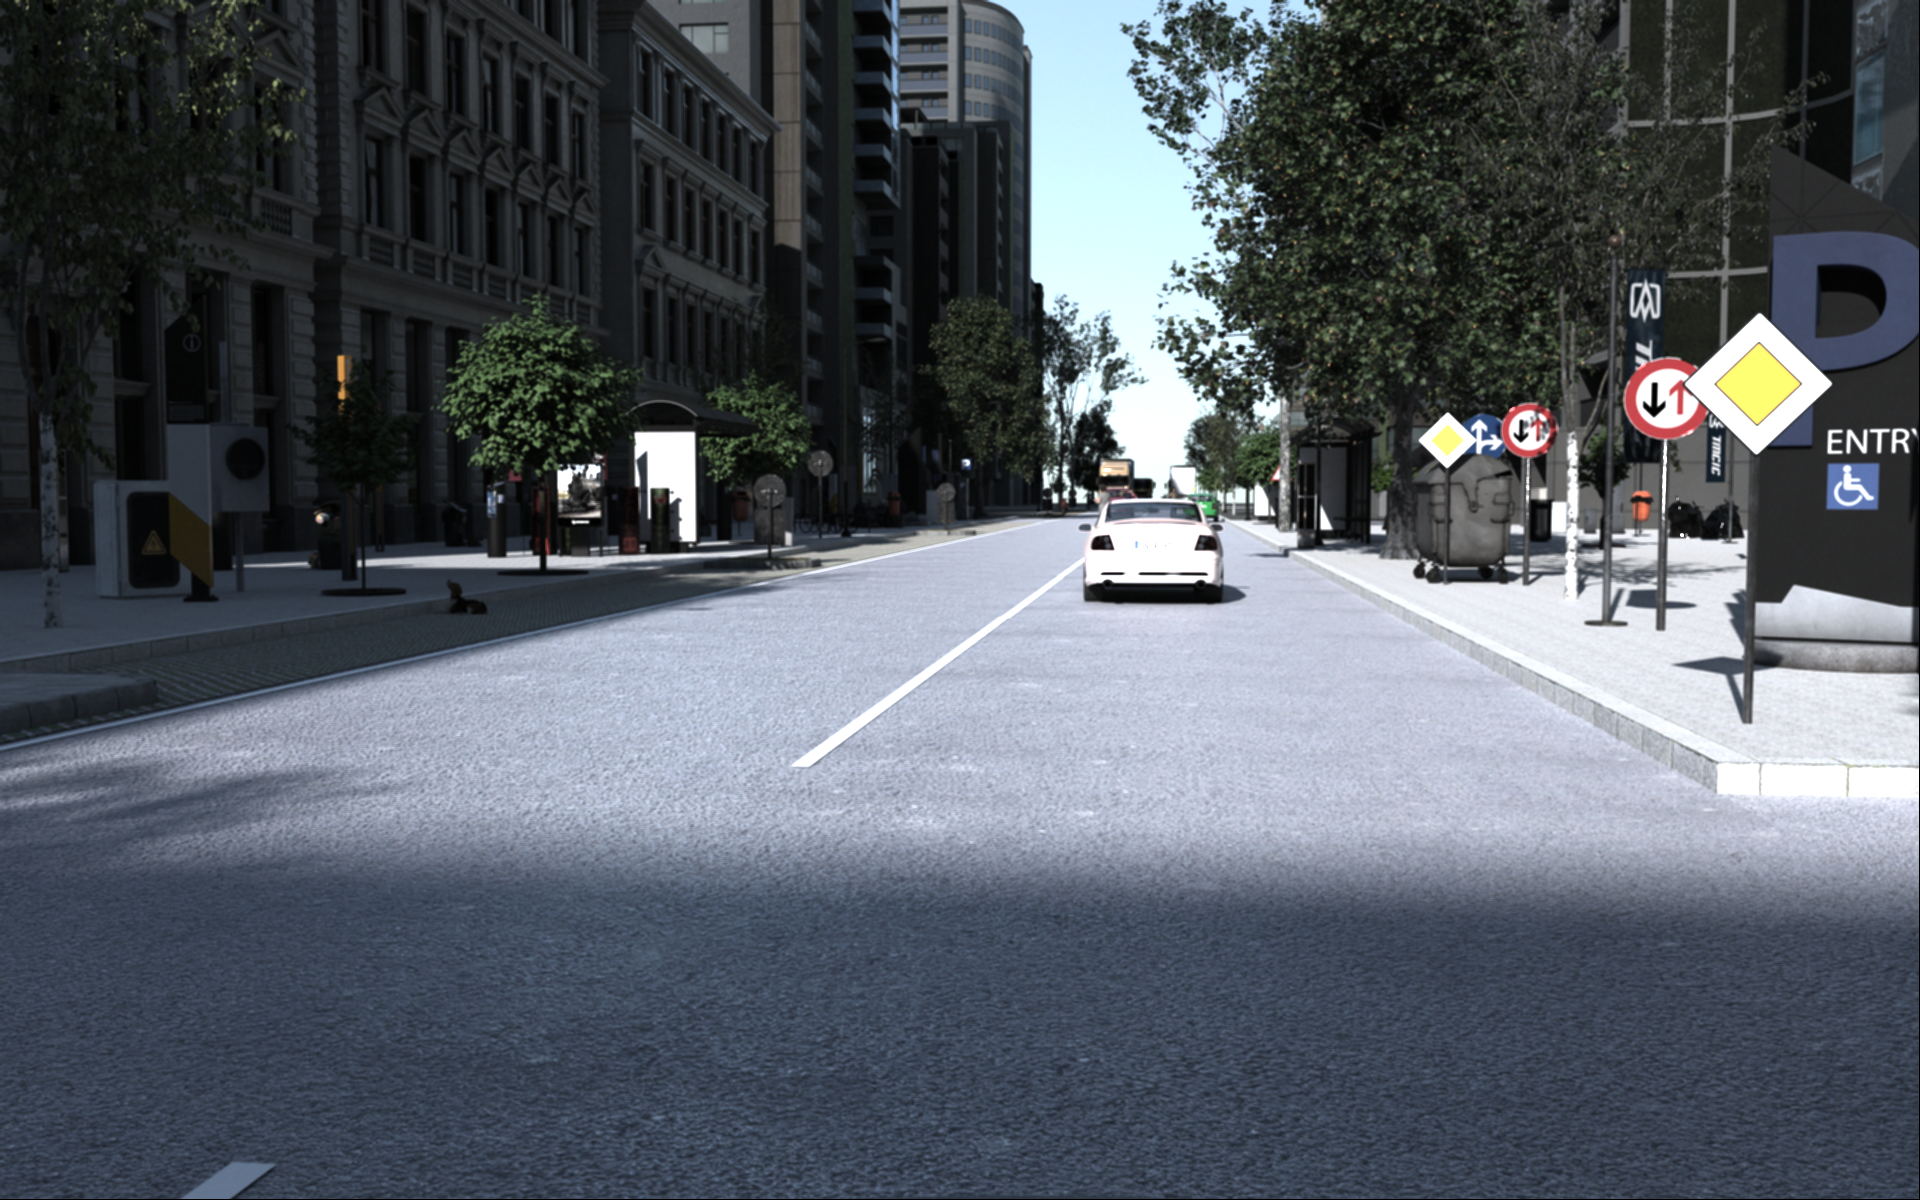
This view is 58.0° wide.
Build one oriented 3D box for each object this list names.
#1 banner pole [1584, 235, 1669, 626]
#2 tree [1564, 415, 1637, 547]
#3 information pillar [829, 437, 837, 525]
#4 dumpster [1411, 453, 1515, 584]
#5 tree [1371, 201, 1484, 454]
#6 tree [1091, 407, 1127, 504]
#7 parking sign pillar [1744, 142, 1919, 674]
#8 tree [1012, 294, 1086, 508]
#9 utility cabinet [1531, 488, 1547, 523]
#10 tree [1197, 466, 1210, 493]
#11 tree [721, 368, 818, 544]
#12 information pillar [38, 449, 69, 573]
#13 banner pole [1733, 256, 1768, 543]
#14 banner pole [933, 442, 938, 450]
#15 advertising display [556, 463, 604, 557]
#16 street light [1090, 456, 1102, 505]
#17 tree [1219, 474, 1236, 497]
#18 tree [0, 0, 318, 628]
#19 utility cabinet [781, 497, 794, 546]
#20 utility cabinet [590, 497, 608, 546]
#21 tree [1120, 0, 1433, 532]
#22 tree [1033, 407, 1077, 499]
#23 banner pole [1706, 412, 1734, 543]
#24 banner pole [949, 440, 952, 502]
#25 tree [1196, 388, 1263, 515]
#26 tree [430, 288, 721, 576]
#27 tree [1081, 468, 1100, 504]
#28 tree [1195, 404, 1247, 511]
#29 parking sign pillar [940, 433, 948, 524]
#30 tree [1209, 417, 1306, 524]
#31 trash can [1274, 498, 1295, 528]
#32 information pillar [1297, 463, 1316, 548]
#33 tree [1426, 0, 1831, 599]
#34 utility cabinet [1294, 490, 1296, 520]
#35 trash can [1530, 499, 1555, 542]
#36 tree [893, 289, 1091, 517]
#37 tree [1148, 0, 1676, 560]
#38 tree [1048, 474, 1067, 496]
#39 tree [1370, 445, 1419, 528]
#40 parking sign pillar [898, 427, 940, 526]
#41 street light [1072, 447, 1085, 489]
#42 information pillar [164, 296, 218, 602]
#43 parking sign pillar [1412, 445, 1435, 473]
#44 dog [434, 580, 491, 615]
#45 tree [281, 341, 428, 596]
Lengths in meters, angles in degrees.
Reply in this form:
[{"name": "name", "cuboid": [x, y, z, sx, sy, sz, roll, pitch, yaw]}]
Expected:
[{"name": "banner pole", "cuboid": [6.555, -1.648, 16.956, 0.863, 3.779, 0.401, -1, 4, -20]}, {"name": "tree", "cuboid": [15.564, -2.911, 42.201, 1.663, 3.219, 1.824, 0, 3, 0]}, {"name": "information pillar", "cuboid": [-5.200, -4.856, 70.756, 0.183, 3.616, 0.504, -3, 4, -39]}, {"name": "dumpster", "cuboid": [7.392, -1.206, 25.482, 1.264, 1.857, 1.865, 0, 4, 7]}, {"name": "tree", "cuboid": [11.800, -5.592, 41.797, 4.737, 8.622, 4.395, 0, 3, 0]}, {"name": "tree", "cuboid": [17.473, -19.031, 228.160, 9.611, 12.733, 9.660, 0, 3, 0]}, {"name": "parking sign pillar", "cuboid": [6.713, -1.498, 12.965, 1.447, 3.967, 1.447, 2, 4, 32]}, {"name": "tree", "cuboid": [10.327, -18.697, 161.590, 12.611, 20.169, 13.585, 0, 3, 0]}, {"name": "utility cabinet", "cuboid": [20.833, -3.289, 62.451, 0.318, 1.500, 1.173, 0, 4, 3]}, {"name": "tree", "cuboid": [18.415, -7.768, 110.722, 4.285, 4.588, 4.351, 0, 3, 0]}, {"name": "tree", "cuboid": [-5.372, -3.771, 45.371, 4.285, 4.588, 4.351, 0, 3, 0]}, {"name": "information pillar", "cuboid": [-14.754, -1.450, 28.199, 0.304, 2.012, 0.304, 0, 4, -1]}, {"name": "banner pole", "cuboid": [7.697, -1.614, 16.398, 0.401, 3.779, 0.863, 3, 4, 37]}, {"name": "banner pole", "cuboid": [-1.141, -5.710, 83.382, 0.401, 3.779, 0.863, -2, 4, -26]}, {"name": "advertising display", "cuboid": [-7.758, -1.844, 35.371, 0.974, 1.923, 0.123, 0, 4, 5]}, {"name": "street light", "cuboid": [16.560, -14.564, 210.656, 1.470, 5.913, 1.316, 0, 4, 7]}, {"name": "tree", "cuboid": [22.365, -9.295, 146.575, 1.663, 3.219, 1.824, 0, 3, 0]}, {"name": "tree", "cuboid": [-8.521, -4.046, 16.521, 4.737, 8.622, 4.395, 0, 3, 0]}, {"name": "utility cabinet", "cuboid": [-4.269, -1.938, 42.852, 0.306, 1.237, 1.020, 0, 4, -4]}, {"name": "utility cabinet", "cuboid": [-9.166, -1.983, 43.588, 0.306, 1.237, 1.020, -2, 4, -29]}, {"name": "tree", "cuboid": [11.919, -12.275, 56.579, 12.611, 20.169, 13.585, 0, 3, 0]}, {"name": "tree", "cuboid": [7.573, -11.767, 142.760, 4.737, 8.622, 4.395, 0, 3, 0]}, {"name": "banner pole", "cuboid": [19.872, -3.372, 45.146, 0.863, 3.779, 0.401, 1, 4, 11]}, {"name": "banner pole", "cuboid": [-0.452, -5.488, 79.738, 0.401, 3.779, 0.863, 0, 4, 3]}, {"name": "tree", "cuboid": [16.609, -9.538, 106.308, 4.360, 8.622, 3.978, 0, 3, 0]}, {"name": "tree", "cuboid": [-6.798, -2.695, 27.784, 4.285, 4.588, 4.351, 0, 3, 0]}, {"name": "tree", "cuboid": [18.932, -15.449, 236.307, 4.285, 4.588, 4.351, 0, 3, 0]}, {"name": "tree", "cuboid": [20.396, -11.168, 132.964, 4.737, 8.622, 4.395, 0, 3, 0]}, {"name": "parking sign pillar", "cuboid": [-1.001, -5.347, 75.887, 1.447, 3.967, 1.447, 0, 4, -1]}, {"name": "tree", "cuboid": [13.355, -5.530, 74.128, 4.285, 4.588, 4.351, 0, 3, 0]}, {"name": "trash can", "cuboid": [11.689, -3.107, 62.458, 0.748, 1.137, 0.748, 0, 3, 0]}, {"name": "information pillar", "cuboid": [8.207, -2.234, 41.010, 0.304, 2.012, 0.304, -2, 4, -23]}, {"name": "tree", "cuboid": [7.644, -4.308, 20.794, 4.360, 8.622, 3.978, 0, 3, 0]}, {"name": "utility cabinet", "cuboid": [15.870, -4.570, 83.396, 1.173, 1.500, 0.318, -2, 4, -27]}, {"name": "trash can", "cuboid": [15.579, -2.134, 46.544, 0.748, 1.137, 0.748, 0, 3, 0]}, {"name": "tree", "cuboid": [0.983, -11.009, 97.007, 9.611, 12.733, 9.660, 0, 3, 0]}, {"name": "tree", "cuboid": [8.726, -7.145, 33.830, 9.611, 12.733, 9.660, 0, 3, 0]}, {"name": "tree", "cuboid": [8.763, -9.766, 154.281, 1.663, 3.219, 1.824, 0, 3, 0]}, {"name": "tree", "cuboid": [16.595, -4.379, 66.195, 1.663, 3.219, 1.824, 0, 3, 0]}, {"name": "parking sign pillar", "cuboid": [-1.942, -4.997, 70.173, 1.447, 3.967, 1.447, -3, 5, -42]}, {"name": "street light", "cuboid": [11.581, -12.068, 169.849, 1.470, 5.913, 1.316, 0, 4, 7]}, {"name": "information pillar", "cuboid": [-9.150, -1.788, 20.582, 0.504, 3.616, 0.183, 0, 4, -1]}, {"name": "parking sign pillar", "cuboid": [21.679, -5.685, 81.422, 1.447, 3.967, 1.447, 3, 5, 40]}, {"name": "dog", "cuboid": [-5.899, -0.022, 20.561, 0.550, 0.427, 0.748, -2, 4, -33]}, {"name": "tree", "cuboid": [-7.556, -1.676, 22.009, 1.663, 3.219, 1.824, 0, 3, 0]}]
